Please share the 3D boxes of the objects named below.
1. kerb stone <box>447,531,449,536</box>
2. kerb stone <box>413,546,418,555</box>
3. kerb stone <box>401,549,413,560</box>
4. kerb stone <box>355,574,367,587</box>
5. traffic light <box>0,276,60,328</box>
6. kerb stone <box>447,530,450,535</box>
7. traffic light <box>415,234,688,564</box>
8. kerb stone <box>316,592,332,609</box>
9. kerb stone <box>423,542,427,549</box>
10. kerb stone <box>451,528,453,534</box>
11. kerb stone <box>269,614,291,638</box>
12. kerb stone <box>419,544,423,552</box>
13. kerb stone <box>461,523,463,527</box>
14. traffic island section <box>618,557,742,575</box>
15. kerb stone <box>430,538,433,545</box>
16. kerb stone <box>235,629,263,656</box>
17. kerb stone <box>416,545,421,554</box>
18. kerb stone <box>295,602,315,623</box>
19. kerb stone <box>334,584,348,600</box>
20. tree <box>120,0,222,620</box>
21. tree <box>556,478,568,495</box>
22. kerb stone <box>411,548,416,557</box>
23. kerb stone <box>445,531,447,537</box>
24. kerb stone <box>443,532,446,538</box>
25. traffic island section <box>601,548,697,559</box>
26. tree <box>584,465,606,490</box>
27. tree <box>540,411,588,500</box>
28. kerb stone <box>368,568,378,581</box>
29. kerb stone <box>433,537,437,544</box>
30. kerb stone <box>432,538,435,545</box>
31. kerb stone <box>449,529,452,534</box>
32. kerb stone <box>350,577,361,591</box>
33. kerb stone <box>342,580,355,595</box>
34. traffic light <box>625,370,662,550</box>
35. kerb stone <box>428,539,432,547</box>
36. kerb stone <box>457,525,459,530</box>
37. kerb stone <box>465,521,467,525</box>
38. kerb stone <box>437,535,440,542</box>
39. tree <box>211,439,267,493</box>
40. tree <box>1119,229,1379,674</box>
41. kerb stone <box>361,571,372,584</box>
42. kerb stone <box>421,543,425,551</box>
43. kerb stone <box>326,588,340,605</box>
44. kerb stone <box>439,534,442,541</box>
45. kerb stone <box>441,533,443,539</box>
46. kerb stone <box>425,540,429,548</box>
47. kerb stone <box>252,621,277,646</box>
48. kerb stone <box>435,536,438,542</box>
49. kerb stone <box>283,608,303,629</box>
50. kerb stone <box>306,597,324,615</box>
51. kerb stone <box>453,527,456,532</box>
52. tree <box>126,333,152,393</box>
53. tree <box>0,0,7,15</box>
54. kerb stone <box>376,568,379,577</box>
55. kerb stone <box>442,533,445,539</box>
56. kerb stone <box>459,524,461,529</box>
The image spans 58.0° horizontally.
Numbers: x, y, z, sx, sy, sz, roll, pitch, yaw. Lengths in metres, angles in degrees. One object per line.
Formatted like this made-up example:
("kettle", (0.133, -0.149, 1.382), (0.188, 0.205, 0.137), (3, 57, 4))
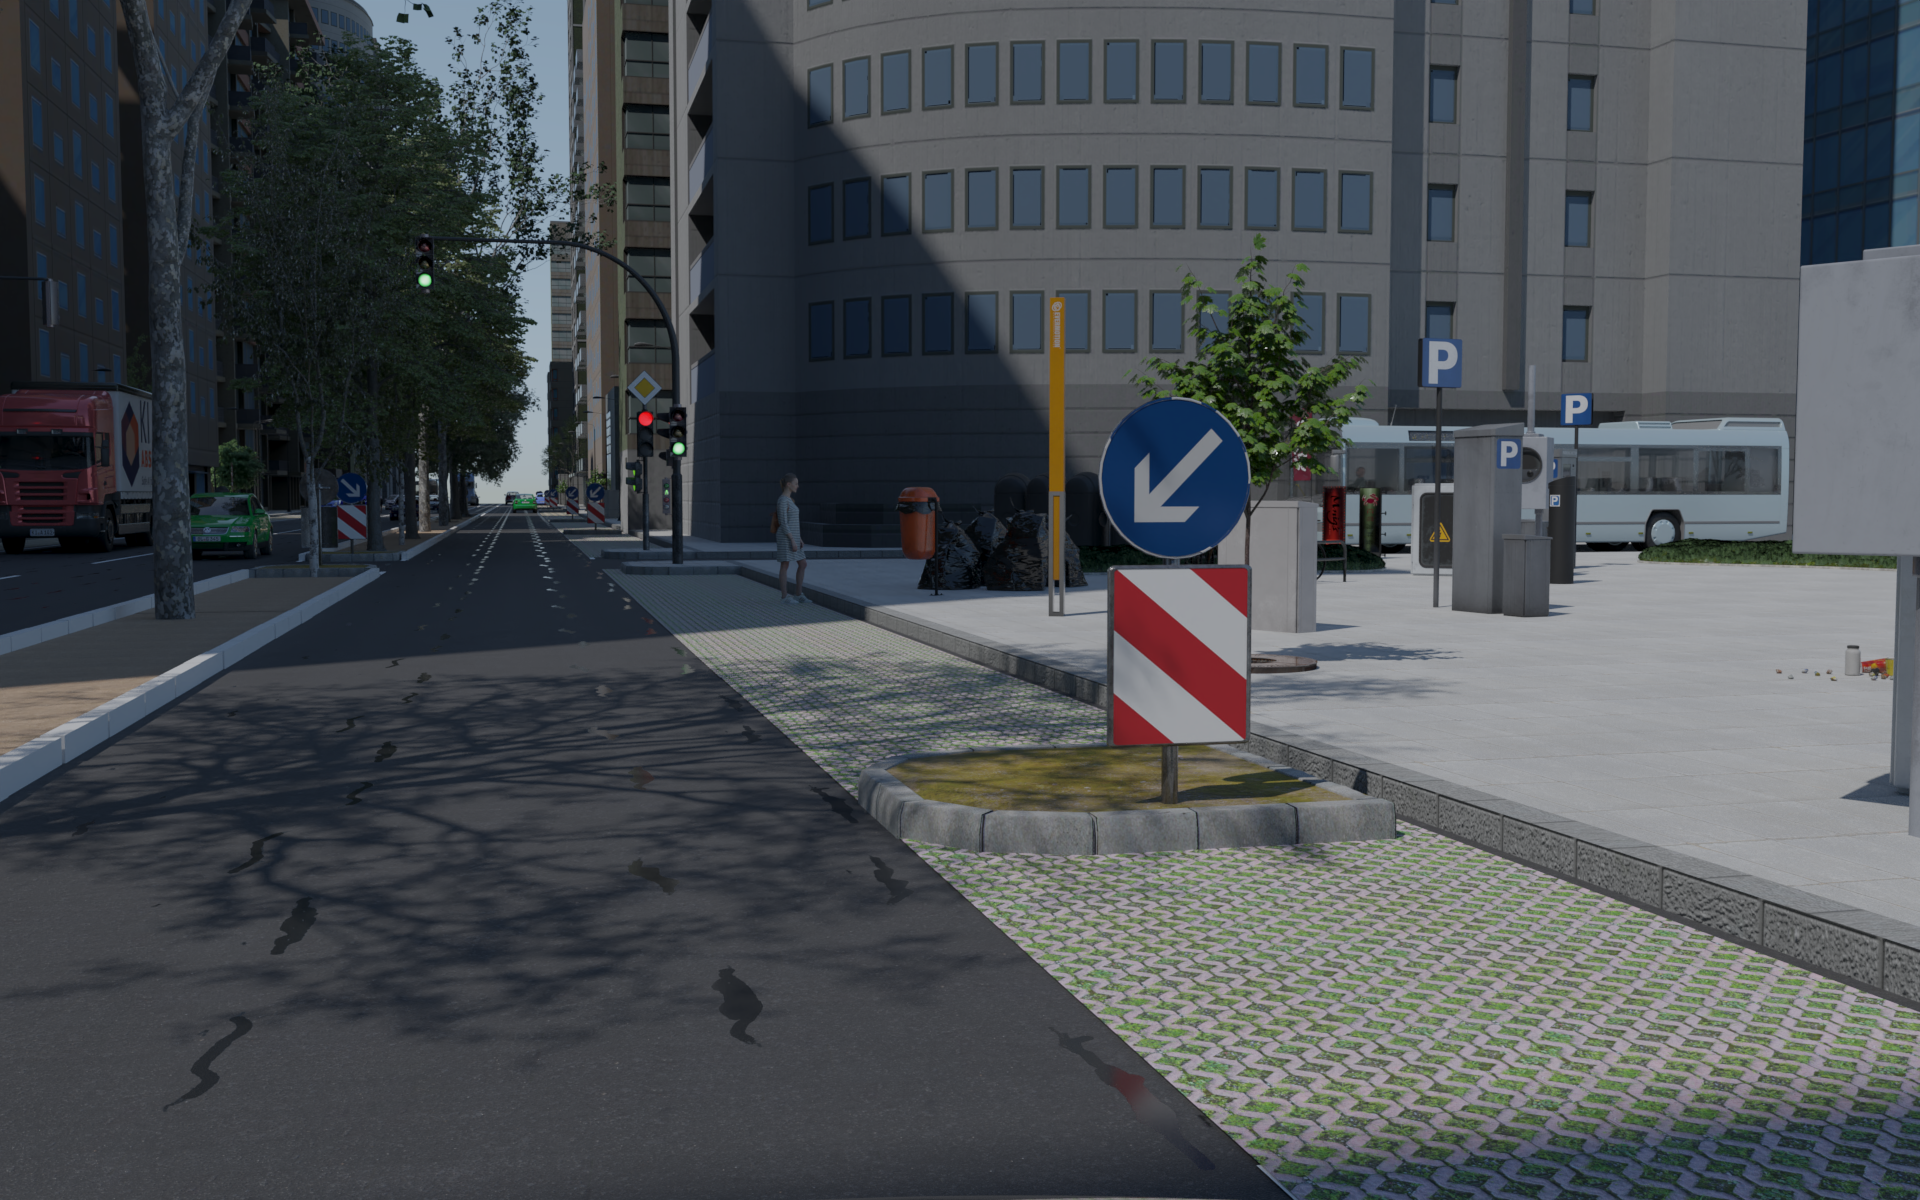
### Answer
("kerb stone", (-16.959, -2.122, 56.898), (0.120, 0.150, 1.000), (-1, 4, -14))
("kerb stone", (-12.665, -1.088, 39.989), (0.120, 0.150, 1.000), (-1, 4, -14))
("kerb stone", (-12.160, -0.964, 38.008), (0.120, 0.150, 1.000), (-1, 4, -14))
("kerb stone", (-9.250, -0.268, 26.573), (0.120, 0.150, 1.000), (-1, 4, -14))
("traffic light", (-21.278, -3.746, 35.908), (4.771, 5.953, 1.251), (-1, 4, -14))
("kerb stone", (-17.221, -2.183, 57.886), (0.120, 0.150, 1.000), (-1, 4, -14))
("traffic light", (-7.223, -3.450, 31.069), (4.771, 5.953, 1.251), (-1, 4, -14))
("kerb stone", (-7.978, 0.037, 21.594), (0.120, 0.150, 1.000), (-1, 4, -14))
("kerb stone", (-13.679, -1.332, 43.974), (0.120, 0.150, 1.000), (-1, 4, -14))
("kerb stone", (-17.982, -2.365, 60.860), (0.120, 0.150, 1.000), (-1, 4, -14))
("kerb stone", (-6.963, 0.280, 17.633), (0.120, 0.150, 1.000), (-1, 4, -14))
("kerb stone", (-13.165, -1.210, 41.980), (0.120, 0.150, 1.000), (-1, 4, -14))
("kerb stone", (-20.508, -2.972, 70.794), (0.120, 0.150, 1.000), (-1, 4, -14))
("traffic island section", (-5.176, -0.585, 31.846), (2.009, 0.180, 2.903), (-1, 4, -14))
("kerb stone", (-14.441, -1.515, 46.960), (0.120, 0.150, 1.000), (-1, 4, -14))
("kerb stone", (-6.458, 0.401, 15.638), (0.120, 0.150, 1.000), (-1, 4, -14))
("kerb stone", (-12.915, -1.149, 40.989), (0.120, 0.150, 1.000), (-1, 4, -14))
("kerb stone", (-7.459, 0.158, 19.616), (0.120, 0.150, 1.000), (-1, 4, -14))
("kerb stone", (-8.481, -0.085, 23.586), (0.120, 0.150, 1.000), (-1, 4, -14))
("tree", (-7.596, -9.806, 18.682), (12.611, 20.169, 13.585), (0, 3, 0))
("tree", (-46.434, -12.734, 202.805), (1.663, 3.219, 1.824), (0, 3, 0))
("kerb stone", (-12.407, -1.020, 39.000), (0.120, 0.150, 1.000), (-1, 4, -14))
("kerb stone", (-16.715, -2.062, 55.905), (0.120, 0.150, 1.000), (-1, 4, -14))
("kerb stone", (-16.465, -1.998, 54.908), (0.120, 0.150, 1.000), (-1, 4, -14))
("traffic island section", (-7.147, -1.058, 39.585), (2.009, 0.180, 2.903), (-1, 4, -14))
("tree", (-24.083, -7.360, 114.939), (1.663, 3.219, 1.824), (0, 3, 0))
("tree", (-43.617, -15.873, 193.930), (7.601, 10.594, 8.767), (2, 4, 29))
("kerb stone", (-9.748, -0.389, 28.558), (0.120, 0.150, 1.000), (-1, 4, -14))
("kerb stone", (-14.946, -1.635, 48.946), (0.120, 0.150, 1.000), (-1, 4, -14))
("kerb stone", (-14.691, -1.575, 47.953), (0.120, 0.150, 1.000), (-1, 4, -14))
("kerb stone", (-17.727, -2.304, 59.866), (0.120, 0.150, 1.000), (-1, 4, -14))
("kerb stone", (-8.990, -0.207, 25.574), (0.120, 0.150, 1.000), (-1, 4, -14))
("kerb stone", (-8.736, -0.146, 24.584), (0.120, 0.150, 1.000), (-1, 4, -14))
("traffic light", (-7.189, -3.091, 39.461), (0.839, 4.253, 0.868), (-1, 4, -14))
("kerb stone", (-14.180, -1.451, 45.961), (0.120, 0.150, 1.000), (-1, 4, -14))
("kerb stone", (-19.498, -2.727, 66.823), (0.120, 0.150, 1.000), (-1, 4, -14))
("kerb stone", (-21.776, -3.272, 75.762), (0.120, 0.150, 1.000), (-1, 4, -14))
("kerb stone", (-15.446, -1.758, 50.934), (0.120, 0.150, 1.000), (-1, 4, -14))
("tree", (-43.929, -7.381, 104.388), (4.285, 4.588, 4.351), (0, 3, 0))
("tree", (2.250, -1.107, 12.708), (1.663, 3.219, 1.824), (0, 3, 0))
("kerb stone", (-9.503, -0.327, 27.565), (0.120, 0.150, 1.000), (-1, 4, -14))
("kerb stone", (-13.424, -1.271, 42.977), (0.120, 0.150, 1.000), (-1, 4, -14))
("kerb stone", (-8.232, -0.023, 22.594), (0.120, 0.150, 1.000), (-1, 4, -14))
("kerb stone", (-15.700, -1.817, 51.925), (0.120, 0.150, 1.000), (-1, 4, -14))
("kerb stone", (-15.956, -1.879, 52.922), (0.120, 0.150, 1.000), (-1, 4, -14))
("kerb stone", (-13.933, -1.391, 44.969), (0.120, 0.150, 1.000), (-1, 4, -14))
("kerb stone", (-6.715, 0.340, 16.632), (0.120, 0.150, 1.000), (-1, 4, -14))
("kerb stone", (-15.197, -1.695, 49.937), (0.120, 0.150, 1.000), (-1, 4, -14))
("kerb stone", (-7.215, 0.218, 18.623), (0.120, 0.150, 1.000), (-1, 4, -14))
("kerb stone", (-7.722, 0.097, 20.604), (0.120, 0.150, 1.000), (-1, 4, -14))
("kerb stone", (-18.479, -2.486, 62.845), (0.120, 0.150, 1.000), (-1, 4, -14))
("tree", (-35.796, -7.584, 74.353), (4.737, 8.622, 4.395), (0, 3, 0))
("tree", (-5.400, -5.668, 5.505), (12.009, 13.543, 11.850), (0, 3, 0))
("kerb stone", (-10.007, -0.446, 29.547), (0.120, 0.150, 1.000), (-1, 4, -14))
("kerb stone", (-16.207, -1.940, 53.915), (0.120, 0.150, 1.000), (-1, 4, -14))
("kerb stone", (-19.998, -2.845, 68.807), (0.120, 0.150, 1.000), (-1, 4, -14))
